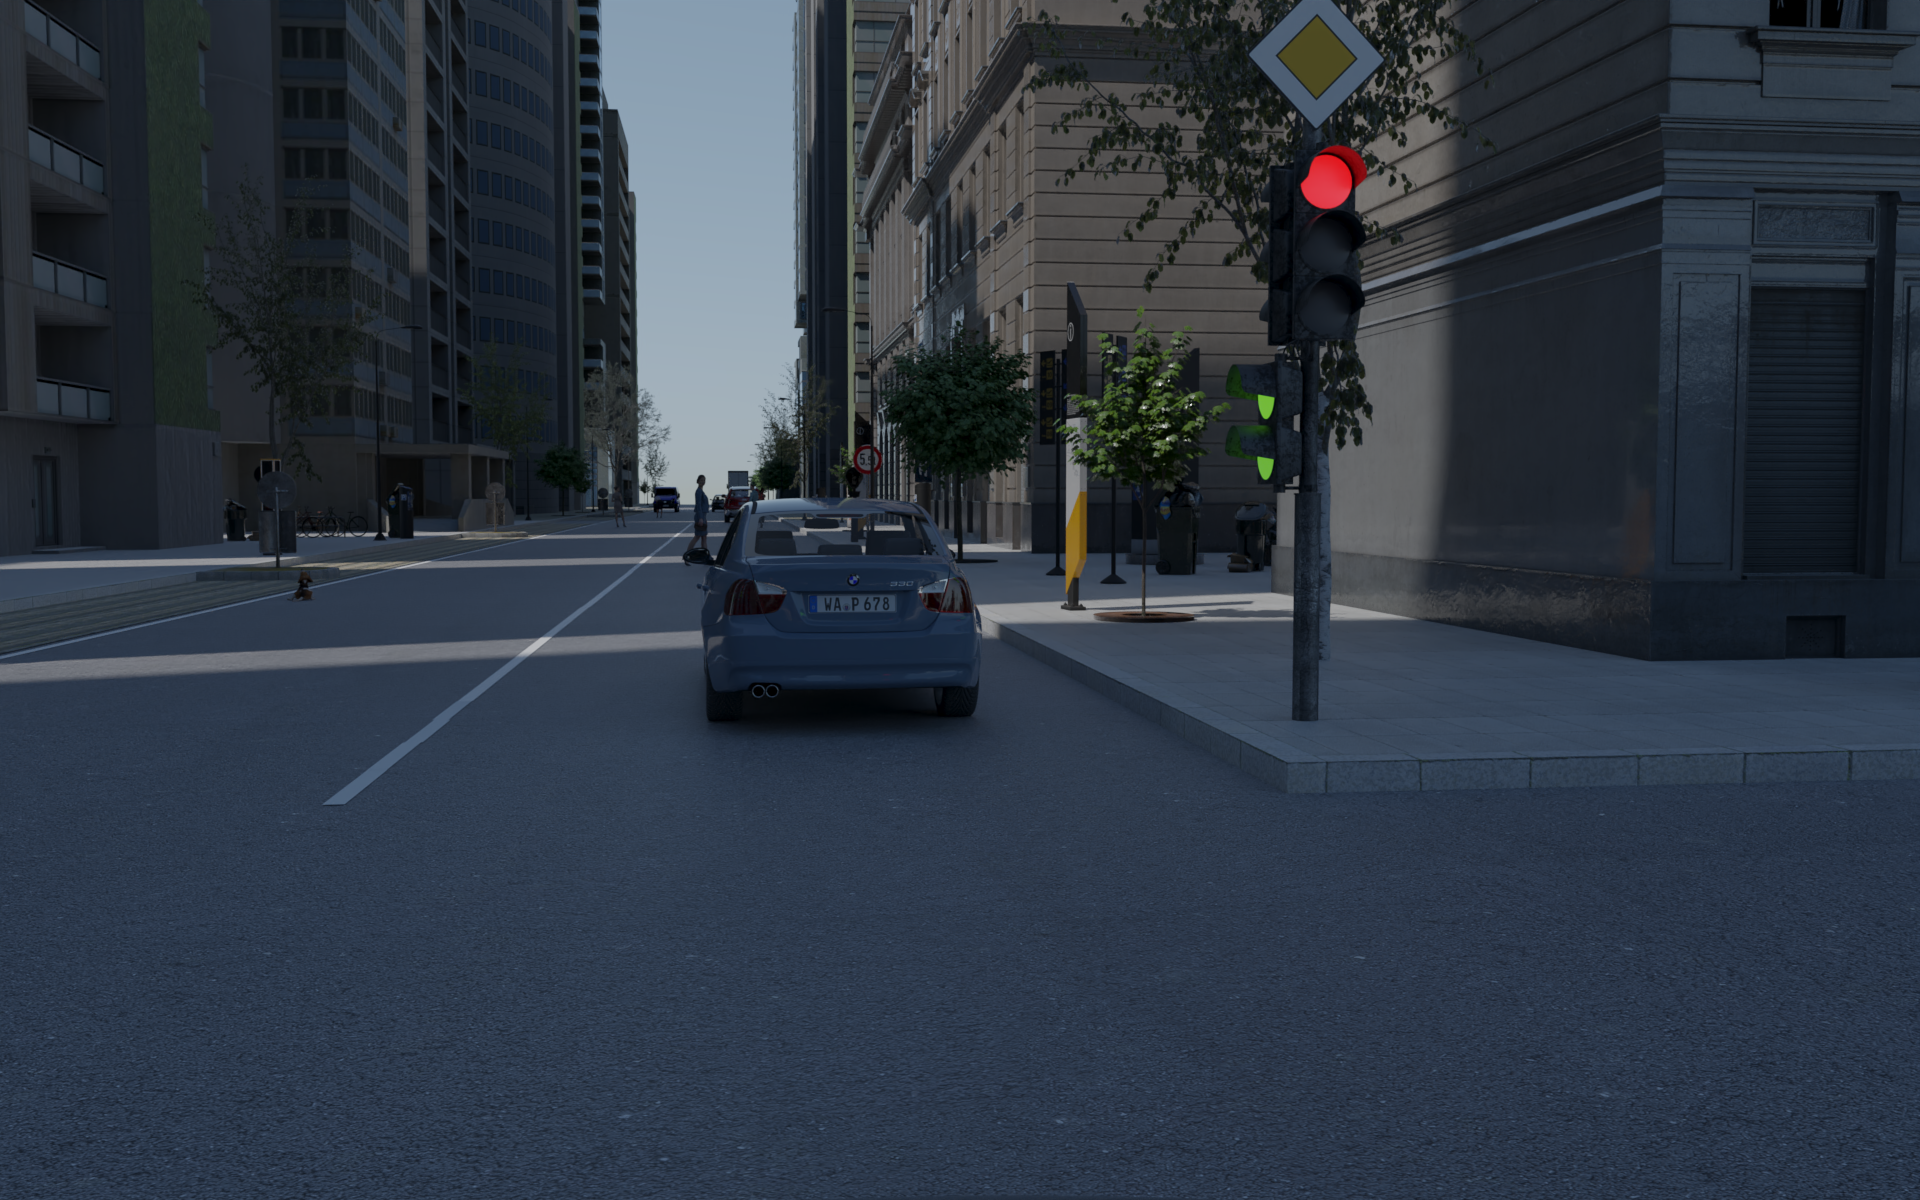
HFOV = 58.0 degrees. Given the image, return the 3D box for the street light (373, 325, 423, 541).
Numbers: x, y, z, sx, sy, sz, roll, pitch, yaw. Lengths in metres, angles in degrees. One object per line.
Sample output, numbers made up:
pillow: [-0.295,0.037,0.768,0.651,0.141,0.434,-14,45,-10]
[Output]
street light: [-15.452,-4.593,47.629,1.470,5.913,1.316,0,4,-8]

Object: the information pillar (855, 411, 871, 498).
information pillar: [-2.746,-3.523,48.959,0.504,3.616,0.183,-1,4,-16]

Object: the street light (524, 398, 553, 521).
street light: [-20.392,-6.809,83.868,1.470,5.913,1.316,0,4,-8]

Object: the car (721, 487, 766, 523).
car: [-11.073,-4.897,88.732,2.281,1.827,5.304,0,4,-8]

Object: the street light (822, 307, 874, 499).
street light: [-2.736,-4.325,43.263,1.470,5.913,1.316,0,4,-8]

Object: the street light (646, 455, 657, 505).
street light: [-36.783,-14.326,206.763,1.470,5.913,1.316,0,4,-8]

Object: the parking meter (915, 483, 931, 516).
parking meter: [-0.839,-1.876,39.079,0.372,1.533,0.369,0,3,0]

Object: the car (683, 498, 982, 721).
car: [-0.953,-0.019,12.312,2.014,1.417,4.499,-1,4,-9]

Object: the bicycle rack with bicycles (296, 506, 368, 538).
bicycle rack with bicycles: [-19.152,-2.333,51.520,2.925,0.926,2.852,-2,4,-25]

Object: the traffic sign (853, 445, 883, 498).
traffic sign: [-2.387,-2.737,44.861,0.768,2.556,0.104,0,4,-4]

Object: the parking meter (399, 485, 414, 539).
parking meter: [-15.897,-2.528,49.744,0.372,1.533,0.369,0,3,0]

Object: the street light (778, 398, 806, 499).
street light: [-8.053,-6.791,83.571,1.470,5.913,1.316,0,4,-8]

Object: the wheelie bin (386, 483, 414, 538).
wheelie bin: [-16.436,-2.628,50.884,0.693,1.594,0.980,0,4,-4]

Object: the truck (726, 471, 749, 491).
truck: [-27.183,-13.654,212.154,2.839,4.237,11.283,0,4,-8]

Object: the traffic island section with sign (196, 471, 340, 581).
traffic island section with sign: [-11.679,-1.272,29.419,1.989,1.847,2.006,0,4,-8]

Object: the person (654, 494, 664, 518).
person: [-18.298,-5.707,105.006,0.799,1.438,0.628,1,4,18]

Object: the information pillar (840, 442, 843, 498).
information pillar: [-5.321,-5.290,77.841,0.183,3.616,0.504,-1,4,-10]

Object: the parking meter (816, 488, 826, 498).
parking meter: [-5.412,-3.603,67.313,0.372,1.533,0.369,0,3,0]

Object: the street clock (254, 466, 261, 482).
street clock: [-17.477,-2.386,43.587,0.471,2.002,0.358,0,4,-2]

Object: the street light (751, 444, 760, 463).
street light: [-18.275,-11.470,160.082,1.470,5.913,1.316,0,4,-8]

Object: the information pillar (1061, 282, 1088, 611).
information pillar: [1.274,-1.691,19.003,0.183,3.616,0.504,-1,4,-14]

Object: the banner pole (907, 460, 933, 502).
banner pole: [-1.135,-3.423,45.979,0.863,3.779,0.401,0,4,2]

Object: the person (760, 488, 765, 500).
person: [-12.066,-5.975,106.131,0.705,1.831,1.348,0,4,-1]

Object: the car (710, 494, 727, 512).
car: [-19.122,-7.921,139.299,2.009,1.686,4.222,-1,4,-9]

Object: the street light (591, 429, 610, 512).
street light: [-25.554,-9.210,123.132,1.470,5.913,1.316,0,4,-8]

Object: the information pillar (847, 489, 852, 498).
information pillar: [-4.027,-3.698,64.954,0.304,2.012,0.304,3,5,41]

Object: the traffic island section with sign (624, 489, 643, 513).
traffic island section with sign: [-25.629,-7.688,134.321,1.989,1.847,2.006,0,4,-8]

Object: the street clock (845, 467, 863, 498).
street clock: [-2.820,-2.549,46.240,0.471,2.002,0.358,-1,4,-9]

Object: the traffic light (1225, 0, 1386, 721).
traffic light: [1.942,-1.272,9.726,0.839,4.253,0.868,0,4,-8]

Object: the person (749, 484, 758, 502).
person: [-8.699,-3.968,73.244,0.748,1.841,0.638,3,5,40]

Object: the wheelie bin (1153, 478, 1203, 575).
wheelie bin: [3.501,-1.210,27.687,0.693,1.594,0.980,1,4,20]

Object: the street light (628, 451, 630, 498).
street light: [-31.395,-11.895,167.024,1.470,5.913,1.316,0,4,-8]

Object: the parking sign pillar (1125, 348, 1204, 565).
parking sign pillar: [3.768,-2.647,31.756,1.447,3.967,1.447,-3,4,-36]

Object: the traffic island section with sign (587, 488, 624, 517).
traffic island section with sign: [-22.015,-6.022,107.087,1.989,1.847,2.006,0,4,-8]

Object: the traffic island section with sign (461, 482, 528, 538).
traffic island section with sign: [-15.400,-2.985,57.431,1.989,1.847,2.006,0,4,-8]

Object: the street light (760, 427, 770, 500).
street light: [-12.894,-9.014,119.925,1.470,5.913,1.316,0,4,-8]

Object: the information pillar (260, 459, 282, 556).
information pillar: [-14.408,-1.942,36.248,0.304,2.012,0.304,0,4,5]
